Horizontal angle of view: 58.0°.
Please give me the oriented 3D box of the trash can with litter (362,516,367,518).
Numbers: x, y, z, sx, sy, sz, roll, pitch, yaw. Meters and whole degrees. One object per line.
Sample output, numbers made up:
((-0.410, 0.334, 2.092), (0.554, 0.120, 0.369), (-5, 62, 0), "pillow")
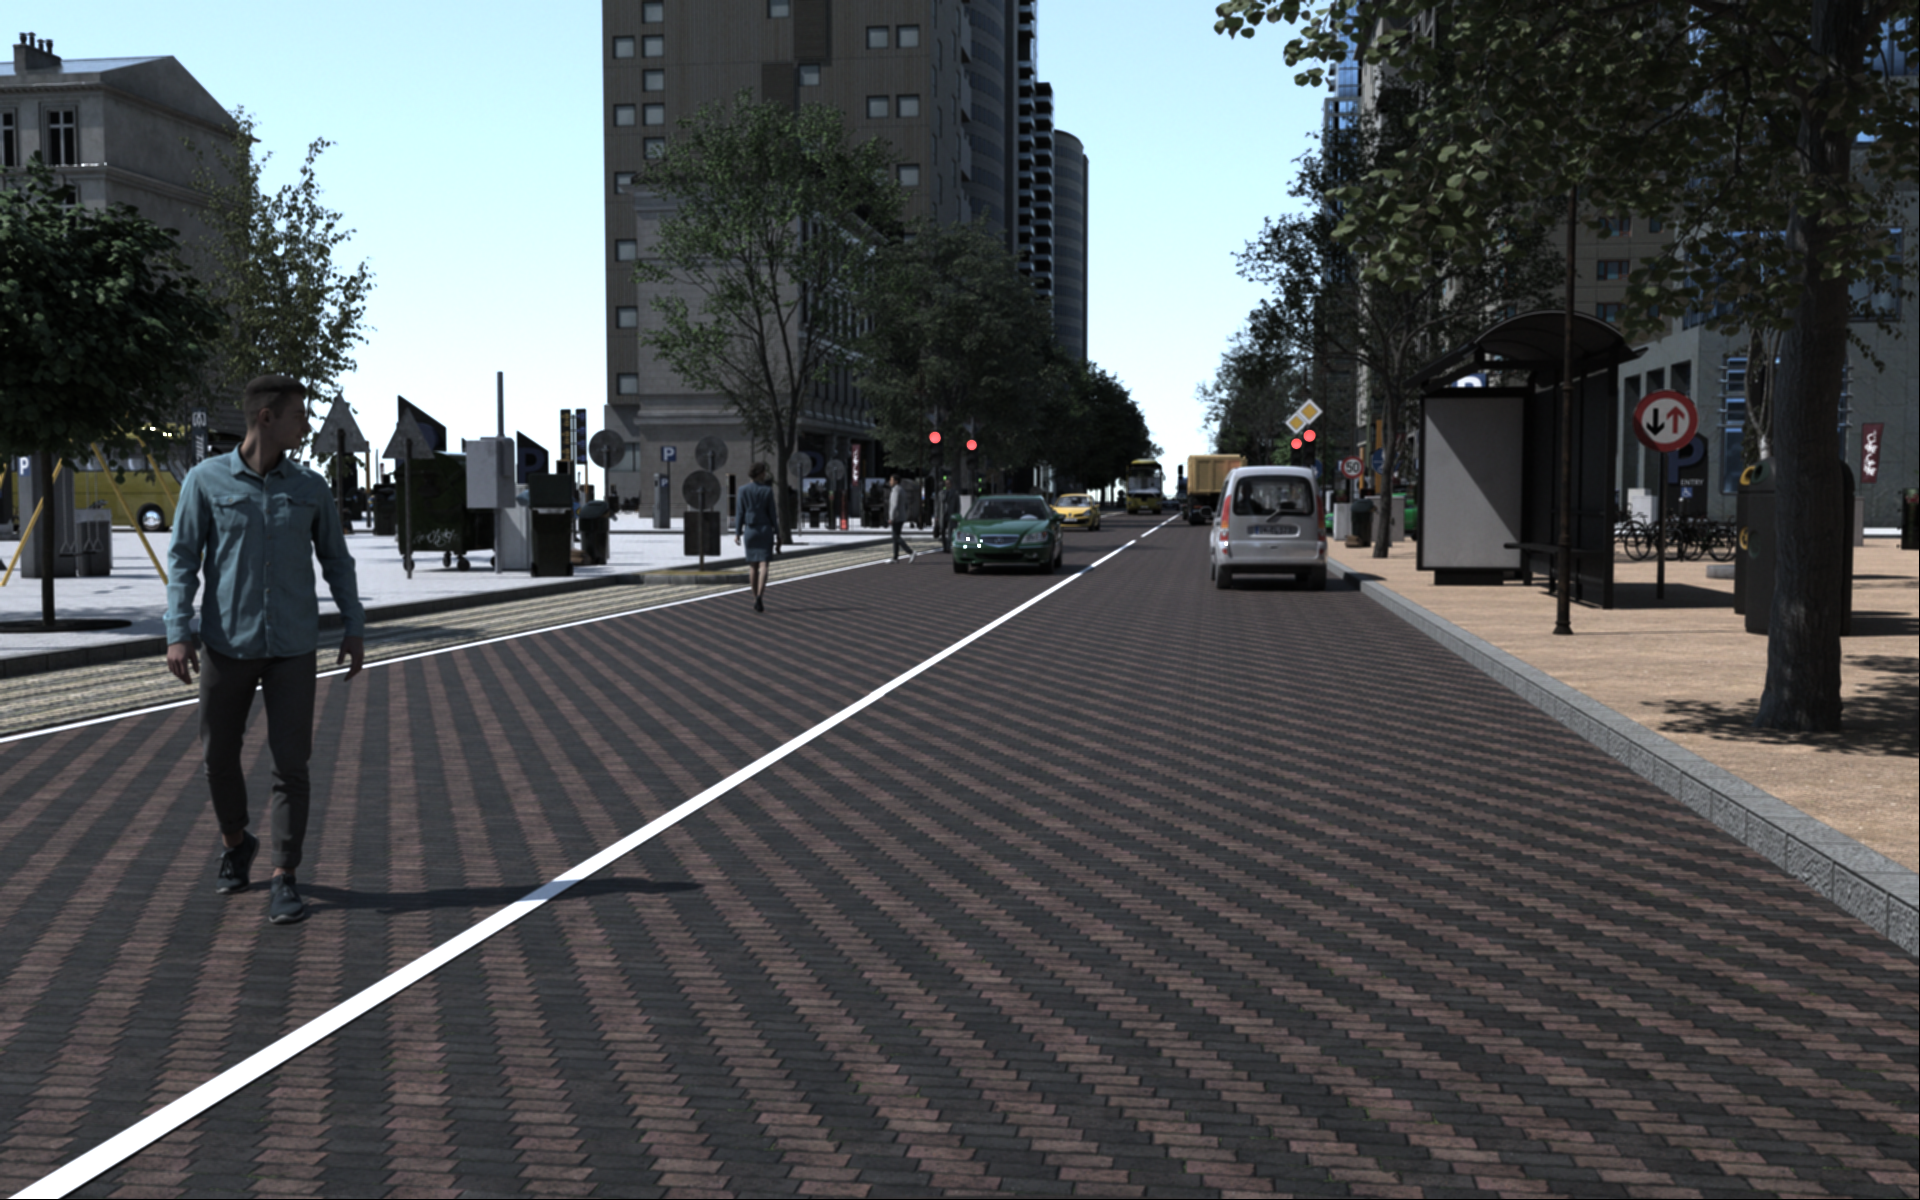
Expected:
((-31.648, -4.927, 91.608), (2.233, 1.210, 1.678), (-1, 4, -9), "trash can with litter")

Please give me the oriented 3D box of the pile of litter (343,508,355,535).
((-19.813, -2.512, 55.044), (1.176, 0.858, 1.719), (0, 4, -8), "pile of litter")

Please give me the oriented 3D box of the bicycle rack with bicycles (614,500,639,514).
((-22.036, -6.074, 112.688), (2.925, 0.926, 2.852), (0, 4, -2), "bicycle rack with bicycles")

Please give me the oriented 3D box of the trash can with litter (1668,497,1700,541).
((19.736, -2.231, 47.530), (1.678, 1.210, 2.233), (2, 4, 24), "trash can with litter")

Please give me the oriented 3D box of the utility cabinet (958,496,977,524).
((0.220, -3.815, 73.533), (1.020, 1.237, 0.306), (2, 4, 32), "utility cabinet")

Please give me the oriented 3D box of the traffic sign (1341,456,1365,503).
((13.009, -3.506, 57.430), (0.768, 2.556, 0.104), (1, 4, 14), "traffic sign")

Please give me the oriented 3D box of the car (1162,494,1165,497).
((31.737, -16.072, 272.994), (2.015, 1.641, 3.980), (0, 4, 7), "car")

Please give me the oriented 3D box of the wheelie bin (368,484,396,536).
((-17.736, -2.789, 53.503), (0.980, 1.594, 0.693), (-2, 4, -30), "wheelie bin")

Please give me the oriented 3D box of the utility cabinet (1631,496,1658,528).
((26.056, -3.350, 65.931), (0.306, 1.237, 1.020), (-1, 4, -23), "utility cabinet")

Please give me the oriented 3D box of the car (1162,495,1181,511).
((18.114, -8.390, 149.751), (1.945, 1.354, 3.894), (0, 4, 7), "car")

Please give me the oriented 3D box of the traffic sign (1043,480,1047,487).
((5.763, -7.547, 123.393), (0.884, 2.594, 0.081), (1, 4, 14), "traffic sign")

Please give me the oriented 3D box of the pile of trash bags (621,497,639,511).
((-24.317, -7.585, 133.769), (3.447, 1.369, 1.912), (-2, 4, -32), "pile of trash bags")

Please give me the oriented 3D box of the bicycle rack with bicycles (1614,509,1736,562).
((14.052, -1.243, 33.711), (2.852, 0.926, 2.925), (-1, 4, -23), "bicycle rack with bicycles")

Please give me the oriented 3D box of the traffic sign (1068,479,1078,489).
((8.721, -8.094, 133.528), (0.795, 2.450, 0.064), (1, 4, 15), "traffic sign")

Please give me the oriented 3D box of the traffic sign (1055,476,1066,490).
((7.105, -7.484, 122.463), (0.768, 2.556, 0.104), (1, 4, 10), "traffic sign")

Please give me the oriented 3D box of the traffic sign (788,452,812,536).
((-4.862, -3.207, 52.539), (0.768, 2.556, 0.104), (1, 4, 16), "traffic sign")

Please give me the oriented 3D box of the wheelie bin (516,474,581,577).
((-6.421, -1.168, 27.008), (0.980, 1.594, 0.693), (-1, 4, -18), "wheelie bin")

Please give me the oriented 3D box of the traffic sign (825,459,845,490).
((-4.575, -3.867, 63.325), (0.768, 2.556, 0.104), (1, 4, 14), "traffic sign")

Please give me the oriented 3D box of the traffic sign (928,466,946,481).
((-0.976, -4.301, 70.323), (0.884, 2.594, 0.081), (1, 4, 16), "traffic sign")

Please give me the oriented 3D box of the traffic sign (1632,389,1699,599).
((8.578, -1.286, 21.137), (0.768, 2.556, 0.104), (1, 4, 12), "traffic sign")

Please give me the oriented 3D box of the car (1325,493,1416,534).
((13.640, -2.775, 54.159), (4.718, 1.807, 1.959), (1, 4, 9), "car")

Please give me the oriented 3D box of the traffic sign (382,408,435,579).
((-8.334, -1.599, 26.149), (0.884, 2.594, 0.081), (1, 4, 13), "traffic sign")

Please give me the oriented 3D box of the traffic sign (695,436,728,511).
((-5.484, -2.328, 38.176), (0.768, 2.556, 0.104), (1, 4, 14), "traffic sign")

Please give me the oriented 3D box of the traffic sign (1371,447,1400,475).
((11.473, -2.851, 46.716), (0.768, 2.556, 0.104), (1, 4, 17), "traffic sign")

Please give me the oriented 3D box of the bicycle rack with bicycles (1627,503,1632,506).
((25.985, -3.356, 68.258), (2.925, 0.926, 2.852), (-1, 4, -10), "bicycle rack with bicycles")

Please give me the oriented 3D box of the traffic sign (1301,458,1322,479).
((12.402, -3.727, 61.038), (0.768, 2.556, 0.104), (1, 4, 9), "traffic sign")

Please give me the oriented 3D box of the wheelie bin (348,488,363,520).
((-29.734, -4.716, 85.017), (0.980, 1.594, 0.693), (3, 5, 42), "wheelie bin")

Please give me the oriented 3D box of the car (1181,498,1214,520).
((13.282, -5.299, 96.425), (2.009, 1.686, 4.222), (1, 4, 8), "car")

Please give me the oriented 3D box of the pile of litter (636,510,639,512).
((-22.421, -6.651, 122.710), (1.176, 0.858, 1.719), (-1, 4, -23), "pile of litter")

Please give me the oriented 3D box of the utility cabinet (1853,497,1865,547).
((21.418, -1.896, 42.169), (1.020, 1.237, 0.306), (0, 4, 5), "utility cabinet")

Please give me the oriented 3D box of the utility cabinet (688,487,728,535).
((-7.729, -2.719, 53.138), (1.173, 1.500, 0.318), (-1, 4, -14), "utility cabinet")

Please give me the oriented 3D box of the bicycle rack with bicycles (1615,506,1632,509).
((17.413, -1.728, 41.635), (2.925, 0.926, 2.852), (2, 4, 29), "bicycle rack with bicycles")

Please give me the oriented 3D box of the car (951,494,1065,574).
((0.951, -1.281, 32.737), (2.131, 1.459, 4.920), (0, 4, 6), "car")

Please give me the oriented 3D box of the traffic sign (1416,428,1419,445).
((7.577, -1.665, 27.321), (0.768, 2.556, 0.104), (1, 4, 11), "traffic sign")

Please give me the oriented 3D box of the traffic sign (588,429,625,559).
((-6.965, -2.081, 34.126), (0.768, 2.556, 0.104), (1, 4, 11), "traffic sign")

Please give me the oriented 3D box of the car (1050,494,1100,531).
((4.504, -3.513, 67.661), (2.015, 1.641, 3.980), (1, 4, 10), "car")

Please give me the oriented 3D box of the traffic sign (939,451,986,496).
((0.116, -5.366, 81.615), (2.265, 3.308, 0.079), (1, 4, 13), "traffic sign")

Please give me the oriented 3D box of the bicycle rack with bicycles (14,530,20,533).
((-29.518, -2.406, 52.723), (2.925, 0.926, 2.852), (0, 4, -4), "bicycle rack with bicycles")

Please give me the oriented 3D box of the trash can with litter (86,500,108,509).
((-17.386, -1.400, 34.273), (1.055, 1.170, 0.624), (0, 4, -6), "trash can with litter")

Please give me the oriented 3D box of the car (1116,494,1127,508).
((15.765, -9.475, 163.718), (1.959, 1.807, 4.718), (1, 4, 9), "car")

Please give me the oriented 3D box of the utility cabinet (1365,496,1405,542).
((11.368, -2.154, 46.379), (1.020, 1.237, 0.306), (0, 4, 3), "utility cabinet")

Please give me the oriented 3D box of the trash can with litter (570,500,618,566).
((-6.652, -1.210, 31.165), (0.624, 1.170, 1.055), (1, 4, 14), "trash can with litter")

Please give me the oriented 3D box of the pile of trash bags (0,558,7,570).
((-17.745, -1.214, 29.595), (1.912, 1.369, 3.447), (-3, 5, -44), "pile of trash bags")

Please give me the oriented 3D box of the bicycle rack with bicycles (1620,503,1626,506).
((22.083, -3.032, 62.956), (2.925, 0.926, 2.852), (0, 4, -4), "bicycle rack with bicycles")

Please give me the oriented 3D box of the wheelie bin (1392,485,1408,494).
((14.932, -3.091, 58.451), (0.980, 1.594, 0.693), (1, 4, 20), "wheelie bin")

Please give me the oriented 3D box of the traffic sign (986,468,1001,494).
((1.573, -5.093, 83.369), (0.768, 2.556, 0.104), (1, 4, 9), "traffic sign")

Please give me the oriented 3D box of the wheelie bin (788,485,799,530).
((-6.145, -3.354, 62.752), (0.693, 1.594, 0.980), (0, 4, 1), "wheelie bin")

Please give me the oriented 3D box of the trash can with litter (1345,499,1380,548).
((9.633, -1.847, 41.592), (0.624, 1.170, 1.055), (2, 4, 29), "trash can with litter")

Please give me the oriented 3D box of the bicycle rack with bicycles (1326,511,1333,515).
((15.498, -3.259, 66.673), (2.852, 0.926, 2.925), (3, 4, 37), "bicycle rack with bicycles")

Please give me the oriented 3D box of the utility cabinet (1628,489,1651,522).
((27.449, -3.749, 69.970), (0.318, 1.500, 1.173), (-1, 4, -11), "utility cabinet")

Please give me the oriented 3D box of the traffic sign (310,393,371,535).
((-7.962, -1.360, 22.246), (0.884, 2.594, 0.081), (1, 4, 16), "traffic sign")
